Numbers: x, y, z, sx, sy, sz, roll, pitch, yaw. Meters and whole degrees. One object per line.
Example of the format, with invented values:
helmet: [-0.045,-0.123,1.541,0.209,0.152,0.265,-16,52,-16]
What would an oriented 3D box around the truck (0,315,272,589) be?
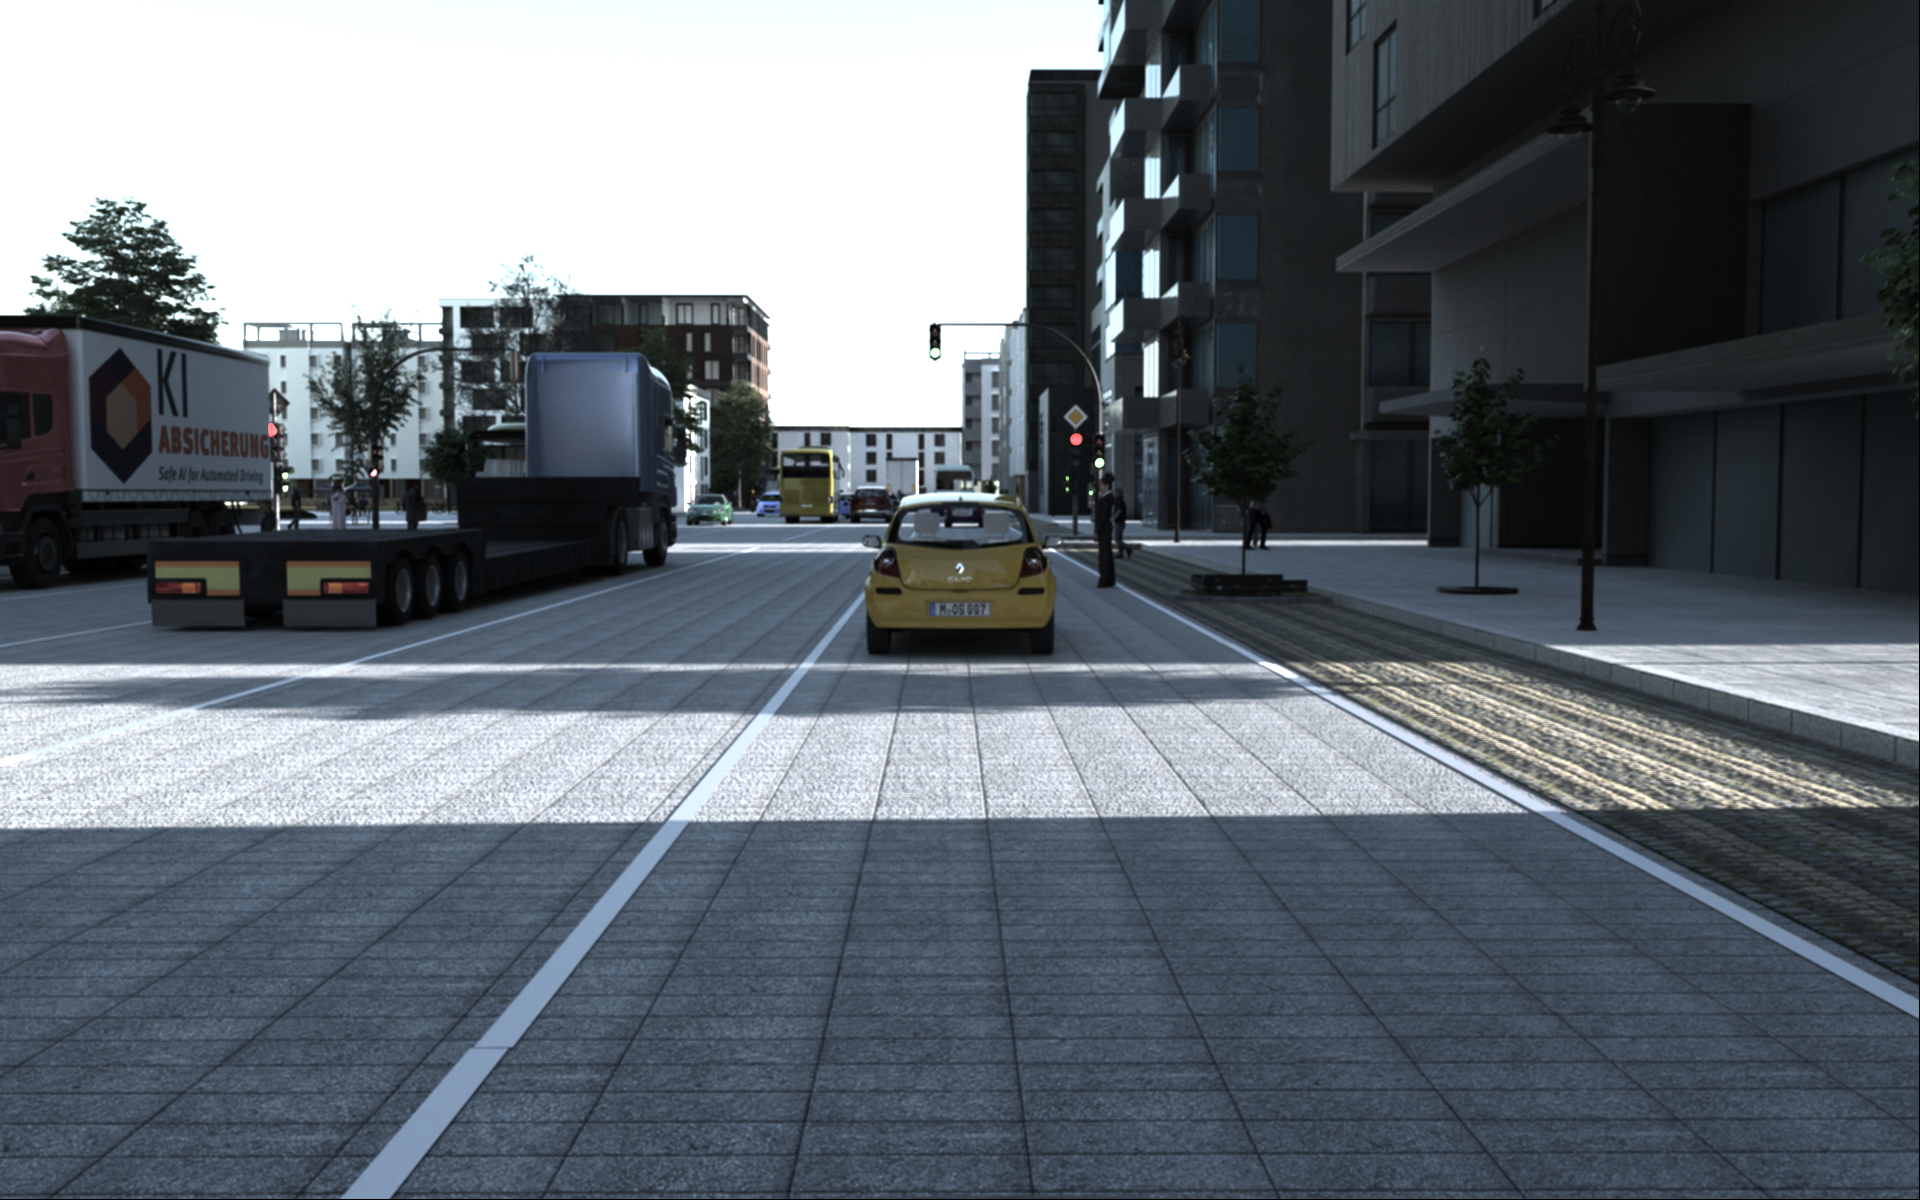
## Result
truck: [-15.007,-2.477,29.414,2.839,4.237,11.283,0,4,-1]

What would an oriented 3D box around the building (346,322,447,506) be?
building: [-60.886,-20.825,196.904,11.380,20.091,16.016,0,4,0]

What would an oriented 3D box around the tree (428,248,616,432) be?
tree: [-21.525,-10.824,87.341,12.009,13.543,11.850,0,3,0]

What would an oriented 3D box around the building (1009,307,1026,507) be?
building: [12.823,-18.953,166.304,16.016,20.091,11.380,0,4,0]

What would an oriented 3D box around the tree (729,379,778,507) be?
tree: [-21.415,-15.446,170.663,7.486,12.596,7.792,0,3,0]

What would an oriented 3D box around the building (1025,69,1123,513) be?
building: [11.528,-21.400,121.585,14.160,30.474,14.107,0,4,0]

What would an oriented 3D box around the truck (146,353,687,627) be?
truck: [-7.149,-2.291,27.219,2.967,4.110,18.799,0,4,1]

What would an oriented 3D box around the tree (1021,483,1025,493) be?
tree: [5.455,-8.644,135.932,1.663,3.219,1.824,0,3,0]

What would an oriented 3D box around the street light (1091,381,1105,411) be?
street light: [5.518,-5.911,69.437,0.468,5.910,1.993,0,4,0]

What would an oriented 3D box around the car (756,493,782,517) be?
car: [-12.004,-6.177,110.587,1.945,1.707,3.694,0,4,-1]

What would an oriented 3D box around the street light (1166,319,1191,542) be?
street light: [5.767,-4.468,45.838,0.468,5.910,1.993,0,4,0]

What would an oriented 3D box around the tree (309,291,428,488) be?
tree: [-21.394,-6.899,63.167,4.360,8.622,3.978,0,3,0]

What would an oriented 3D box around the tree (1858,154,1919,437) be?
tree: [8.619,-1.803,13.186,4.285,4.588,4.351,0,3,0]

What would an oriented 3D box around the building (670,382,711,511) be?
building: [-25.180,-12.338,143.874,9.099,9.664,28.070,0,4,0]

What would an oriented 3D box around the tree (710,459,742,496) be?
tree: [-22.249,-11.024,163.954,4.285,4.588,4.351,0,3,0]

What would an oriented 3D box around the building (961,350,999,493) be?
building: [5.905,-22.307,221.138,11.380,20.091,16.016,0,4,0]

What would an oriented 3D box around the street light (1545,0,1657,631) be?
street light: [5.914,-2.653,16.166,0.468,5.910,1.993,0,4,0]

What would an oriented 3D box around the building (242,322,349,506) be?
building: [-72.552,-20.799,196.478,11.380,20.091,16.016,0,4,0]

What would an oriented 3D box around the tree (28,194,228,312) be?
tree: [-31.554,-9.054,66.156,7.486,12.596,7.792,0,3,0]

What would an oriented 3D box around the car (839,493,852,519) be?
car: [-7.234,-5.566,100.588,1.945,1.707,3.694,0,4,-2]

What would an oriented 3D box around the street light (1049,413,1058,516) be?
street light: [5.350,-7.734,99.243,0.468,5.910,1.993,0,4,0]

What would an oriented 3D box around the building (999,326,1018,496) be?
building: [13.089,-19.735,189.118,16.747,18.905,31.486,0,4,0]

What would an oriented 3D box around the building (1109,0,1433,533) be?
building: [20.946,-27.237,64.928,30.456,49.044,23.786,0,4,0]

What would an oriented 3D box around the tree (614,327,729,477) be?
tree: [-20.910,-12.178,117.243,7.486,12.596,7.792,0,3,0]

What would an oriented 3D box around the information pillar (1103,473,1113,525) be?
information pillar: [5.066,-3.359,59.405,0.304,2.012,0.304,0,4,-5]

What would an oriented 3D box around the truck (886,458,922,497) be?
truck: [-4.567,-9.204,139.391,2.839,4.237,11.283,0,4,-1]

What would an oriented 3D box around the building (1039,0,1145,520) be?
building: [16.521,-47.977,97.102,22.319,86.520,31.000,0,4,0]

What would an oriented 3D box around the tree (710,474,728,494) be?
tree: [-22.426,-10.157,160.666,1.663,3.219,1.824,0,3,0]

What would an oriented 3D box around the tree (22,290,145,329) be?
tree: [-44.726,-9.884,87.356,9.928,11.665,9.643,0,3,0]

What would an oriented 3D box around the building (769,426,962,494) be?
building: [-13.786,-16.808,216.964,28.070,9.664,9.099,0,4,0]

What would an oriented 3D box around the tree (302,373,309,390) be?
tree: [-23.845,-7.303,69.763,4.360,8.622,3.978,0,3,0]

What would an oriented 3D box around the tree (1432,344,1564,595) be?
tree: [6.642,-1.701,22.414,1.663,3.219,1.824,0,3,0]

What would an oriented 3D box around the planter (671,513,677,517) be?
planter: [-18.346,-5.172,105.708,1.991,0.319,1.994,0,4,0]

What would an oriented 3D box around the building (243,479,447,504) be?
building: [-74.566,-16.864,217.871,28.070,9.664,9.099,0,4,0]

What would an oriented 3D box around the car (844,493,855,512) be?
car: [-7.505,-6.650,117.770,2.155,1.783,4.494,0,4,-2]

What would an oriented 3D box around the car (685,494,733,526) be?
car: [-11.600,-4.196,80.400,2.131,1.459,4.920,0,4,-2]

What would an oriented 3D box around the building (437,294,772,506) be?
building: [-38.123,-21.242,191.286,32.646,21.610,27.936,0,4,0]

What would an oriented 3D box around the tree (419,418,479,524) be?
tree: [-21.605,-5.573,74.826,4.285,4.588,4.351,0,3,0]

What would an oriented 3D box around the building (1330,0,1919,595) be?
building: [22.535,-26.858,28.371,28.713,52.752,27.495,0,4,0]
